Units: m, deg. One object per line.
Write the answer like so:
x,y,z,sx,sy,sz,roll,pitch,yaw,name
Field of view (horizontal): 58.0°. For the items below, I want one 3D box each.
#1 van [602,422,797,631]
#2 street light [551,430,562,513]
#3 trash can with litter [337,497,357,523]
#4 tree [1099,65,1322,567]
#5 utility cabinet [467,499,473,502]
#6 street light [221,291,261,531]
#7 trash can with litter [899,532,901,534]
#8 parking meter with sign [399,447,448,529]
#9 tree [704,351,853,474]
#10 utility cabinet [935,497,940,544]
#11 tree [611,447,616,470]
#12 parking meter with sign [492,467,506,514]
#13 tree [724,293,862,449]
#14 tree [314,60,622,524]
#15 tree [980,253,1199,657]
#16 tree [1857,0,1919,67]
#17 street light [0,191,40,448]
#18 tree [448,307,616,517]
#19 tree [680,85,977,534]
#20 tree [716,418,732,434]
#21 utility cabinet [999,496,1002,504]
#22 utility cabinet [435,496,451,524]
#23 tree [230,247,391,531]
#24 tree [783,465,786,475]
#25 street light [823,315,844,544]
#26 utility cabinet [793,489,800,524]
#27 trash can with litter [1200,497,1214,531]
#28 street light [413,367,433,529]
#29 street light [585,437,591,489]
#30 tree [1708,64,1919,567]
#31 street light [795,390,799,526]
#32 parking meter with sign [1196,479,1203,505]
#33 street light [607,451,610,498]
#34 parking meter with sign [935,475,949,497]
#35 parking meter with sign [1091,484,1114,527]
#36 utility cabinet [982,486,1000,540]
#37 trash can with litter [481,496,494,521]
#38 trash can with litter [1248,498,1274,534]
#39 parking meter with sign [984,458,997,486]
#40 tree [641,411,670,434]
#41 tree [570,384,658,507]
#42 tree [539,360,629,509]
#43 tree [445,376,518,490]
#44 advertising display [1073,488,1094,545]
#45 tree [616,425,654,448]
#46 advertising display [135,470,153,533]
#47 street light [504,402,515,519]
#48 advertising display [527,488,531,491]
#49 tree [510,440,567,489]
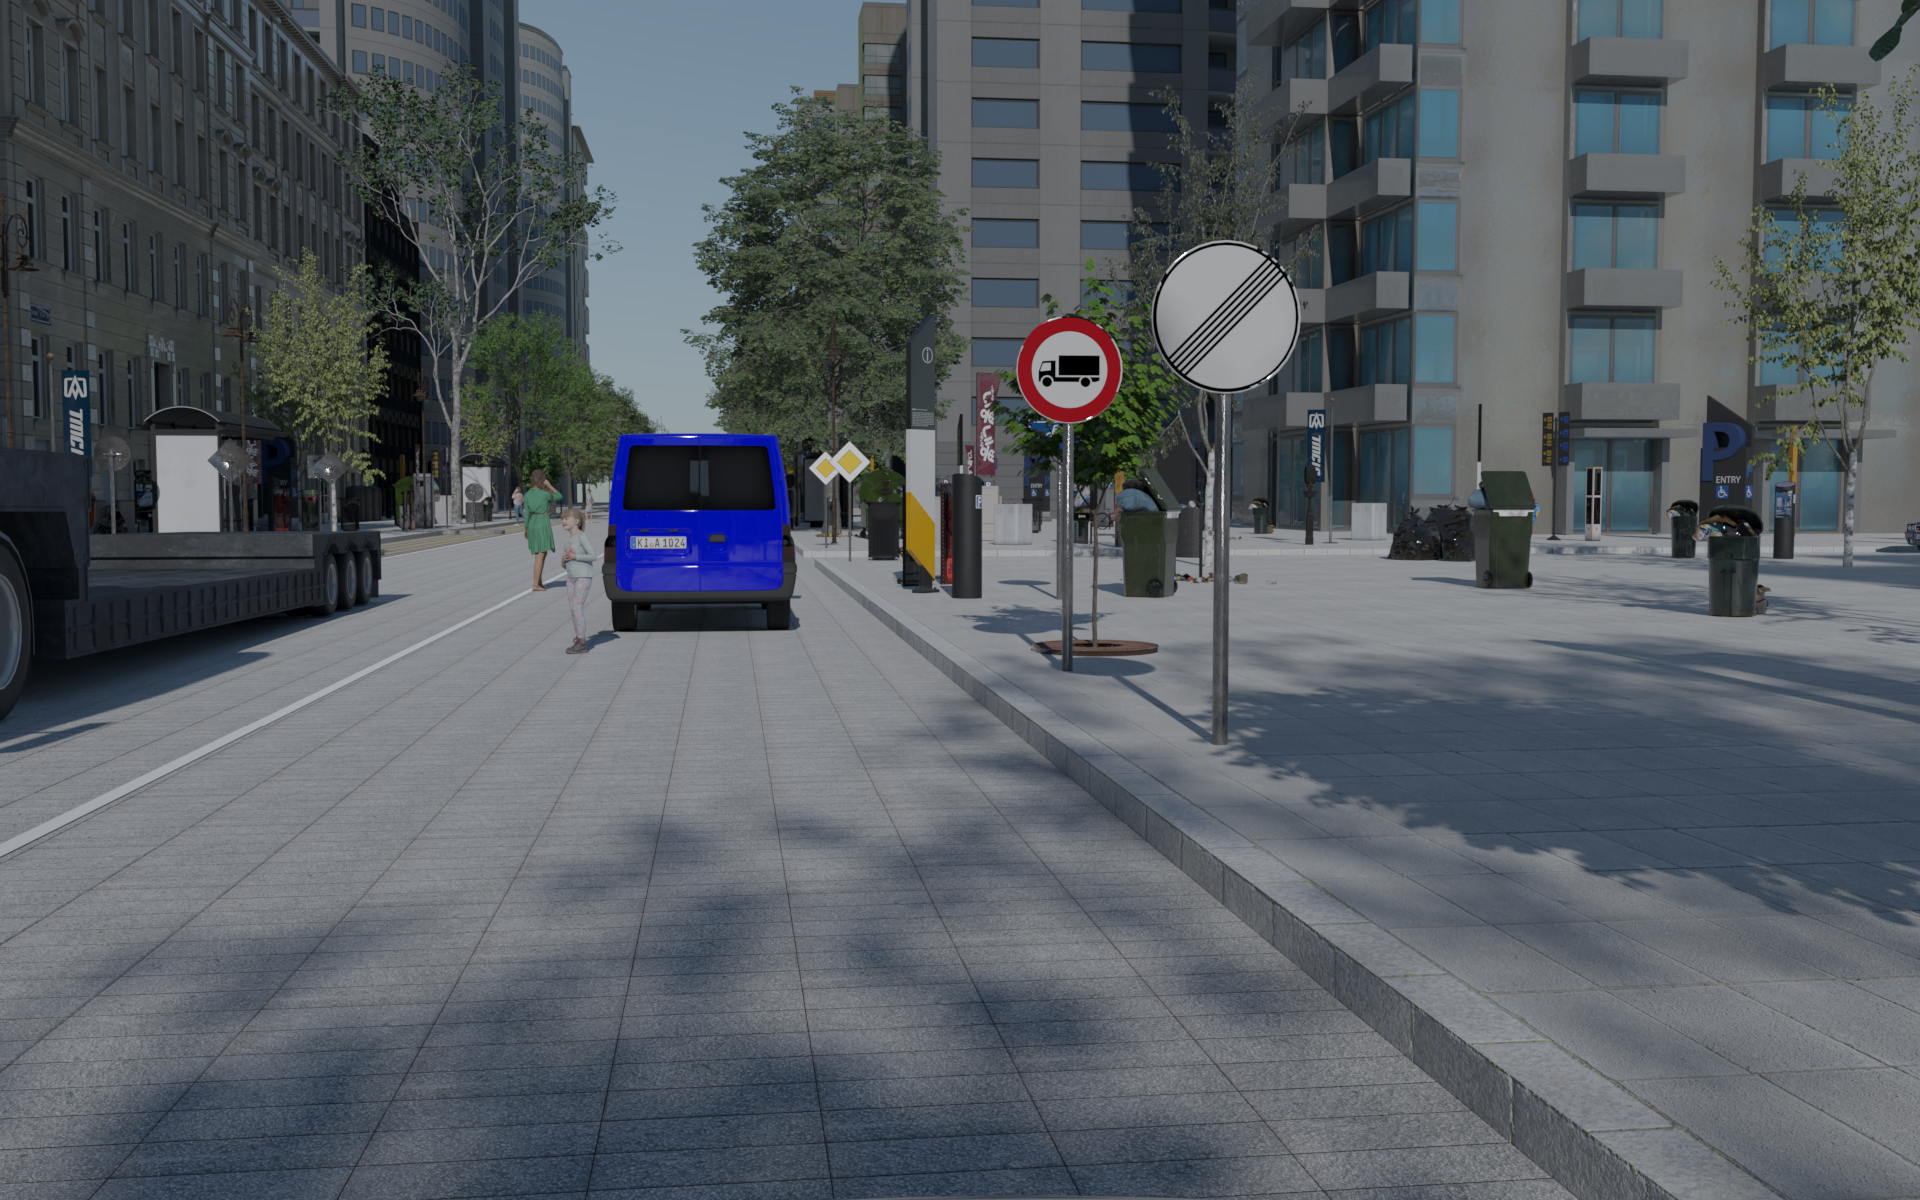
-2.934,-0.944,19.812,2.240,2.365,5.245,0,4,-8,van
-25.866,-8.420,110.451,0.468,5.910,1.993,0,4,-8,street light
-27.582,-4.069,77.915,1.055,1.170,0.624,-1,4,-22,trash can with litter
4.401,-4.907,30.600,4.360,8.622,3.978,0,3,0,tree
-23.430,-4.395,83.020,0.306,1.237,1.020,-1,4,-12,utility cabinet
-16.357,-4.082,39.529,0.468,5.910,1.993,0,4,-8,street light
-1.820,-2.586,53.674,1.055,1.170,0.624,1,4,11,trash can with litter
-19.999,-4.179,64.586,1.738,3.016,0.543,-1,4,-9,parking meter with sign
-10.772,-11.540,105.687,9.611,12.733,9.660,0,3,0,tree
-0.913,-2.010,44.030,1.020,1.237,0.306,-2,4,-33,utility cabinet
-36.718,-14.592,188.944,4.360,8.622,3.978,0,3,0,tree
-30.236,-7.075,111.936,1.738,3.016,0.543,0,4,5,parking meter with sign
-7.998,-9.759,85.308,9.928,11.665,9.643,0,3,0,tree
-20.569,-13.343,74.045,12.611,20.169,13.585,0,3,0,tree
0.971,-1.193,14.109,1.663,3.219,1.824,0,3,0,tree
3.211,-1.180,3.008,4.285,4.588,4.351,0,3,0,tree
-14.638,-3.294,26.640,0.468,5.910,1.993,0,4,-8,street light
-24.688,-10.472,96.973,9.928,11.665,9.643,0,3,0,tree
-4.046,-9.113,55.649,9.857,13.997,8.962,0,3,0,tree
-20.300,-16.482,179.847,12.009,13.543,11.850,0,3,0,tree
1.144,-3.430,67.236,1.020,1.237,0.306,-2,4,-35,utility cabinet
-21.953,-3.849,74.090,1.020,1.237,0.306,-2,4,-24,utility cabinet
-18.716,-6.182,51.438,4.737,8.622,4.395,0,3,0,tree
-10.275,-6.196,95.910,1.663,3.219,1.824,0,3,0,tree
-3.268,-4.406,44.819,0.468,5.910,1.993,0,4,-8,street light
-7.073,-3.925,72.859,0.318,1.500,1.173,1,4,14,utility cabinet
8.786,-2.971,59.963,0.624,1.170,1.055,-2,4,-34,trash can with litter
-19.580,-5.533,63.249,0.468,5.910,1.993,0,4,-8,street light
-29.706,-10.148,138.708,0.468,5.910,1.993,0,4,-8,street light
15.608,-4.896,30.410,4.737,8.622,4.395,0,3,0,tree
-6.475,-5.854,68.495,0.468,5.910,1.993,0,4,-8,street light
12.027,-5.626,88.242,1.738,3.016,0.543,0,4,8,parking meter with sign
-32.786,-11.565,161.873,0.468,5.910,1.993,0,4,-8,street light
-0.817,-4.483,69.566,1.738,3.016,0.543,3,5,44,parking meter with sign
5.594,-4.321,66.906,0.543,3.016,1.738,-3,4,-38,parking meter with sign
0.480,-2.362,47.289,1.173,1.500,0.318,1,4,9,utility cabinet
-22.434,-4.285,81.440,1.055,1.170,0.624,2,4,31,trash can with litter
9.737,-2.719,55.851,0.624,1.170,1.055,2,4,27,trash can with litter
1.376,-5.261,82.278,0.543,3.016,1.738,1,4,10,parking meter with sign
-46.533,-21.160,256.335,12.009,13.543,11.850,0,3,0,tree
-35.421,-15.931,177.476,9.611,12.733,9.660,0,3,0,tree
-32.044,-13.998,146.999,7.486,12.596,7.792,0,3,0,tree
-30.066,-9.693,108.842,4.737,8.622,4.395,0,3,0,tree
3.162,-2.395,44.376,0.123,1.923,0.974,-2,4,-24,advertising display
-40.077,-16.901,210.750,8.767,10.594,7.601,3,5,40,tree
-21.590,-2.524,46.483,0.974,1.923,0.123,-1,4,-13,advertising display
-22.712,-7.004,87.297,0.468,5.910,1.993,0,4,-8,street light
-26.729,-6.345,108.957,0.974,1.923,0.123,-3,5,-41,advertising display
-25.494,-7.400,104.709,4.285,4.588,4.351,0,3,0,tree
